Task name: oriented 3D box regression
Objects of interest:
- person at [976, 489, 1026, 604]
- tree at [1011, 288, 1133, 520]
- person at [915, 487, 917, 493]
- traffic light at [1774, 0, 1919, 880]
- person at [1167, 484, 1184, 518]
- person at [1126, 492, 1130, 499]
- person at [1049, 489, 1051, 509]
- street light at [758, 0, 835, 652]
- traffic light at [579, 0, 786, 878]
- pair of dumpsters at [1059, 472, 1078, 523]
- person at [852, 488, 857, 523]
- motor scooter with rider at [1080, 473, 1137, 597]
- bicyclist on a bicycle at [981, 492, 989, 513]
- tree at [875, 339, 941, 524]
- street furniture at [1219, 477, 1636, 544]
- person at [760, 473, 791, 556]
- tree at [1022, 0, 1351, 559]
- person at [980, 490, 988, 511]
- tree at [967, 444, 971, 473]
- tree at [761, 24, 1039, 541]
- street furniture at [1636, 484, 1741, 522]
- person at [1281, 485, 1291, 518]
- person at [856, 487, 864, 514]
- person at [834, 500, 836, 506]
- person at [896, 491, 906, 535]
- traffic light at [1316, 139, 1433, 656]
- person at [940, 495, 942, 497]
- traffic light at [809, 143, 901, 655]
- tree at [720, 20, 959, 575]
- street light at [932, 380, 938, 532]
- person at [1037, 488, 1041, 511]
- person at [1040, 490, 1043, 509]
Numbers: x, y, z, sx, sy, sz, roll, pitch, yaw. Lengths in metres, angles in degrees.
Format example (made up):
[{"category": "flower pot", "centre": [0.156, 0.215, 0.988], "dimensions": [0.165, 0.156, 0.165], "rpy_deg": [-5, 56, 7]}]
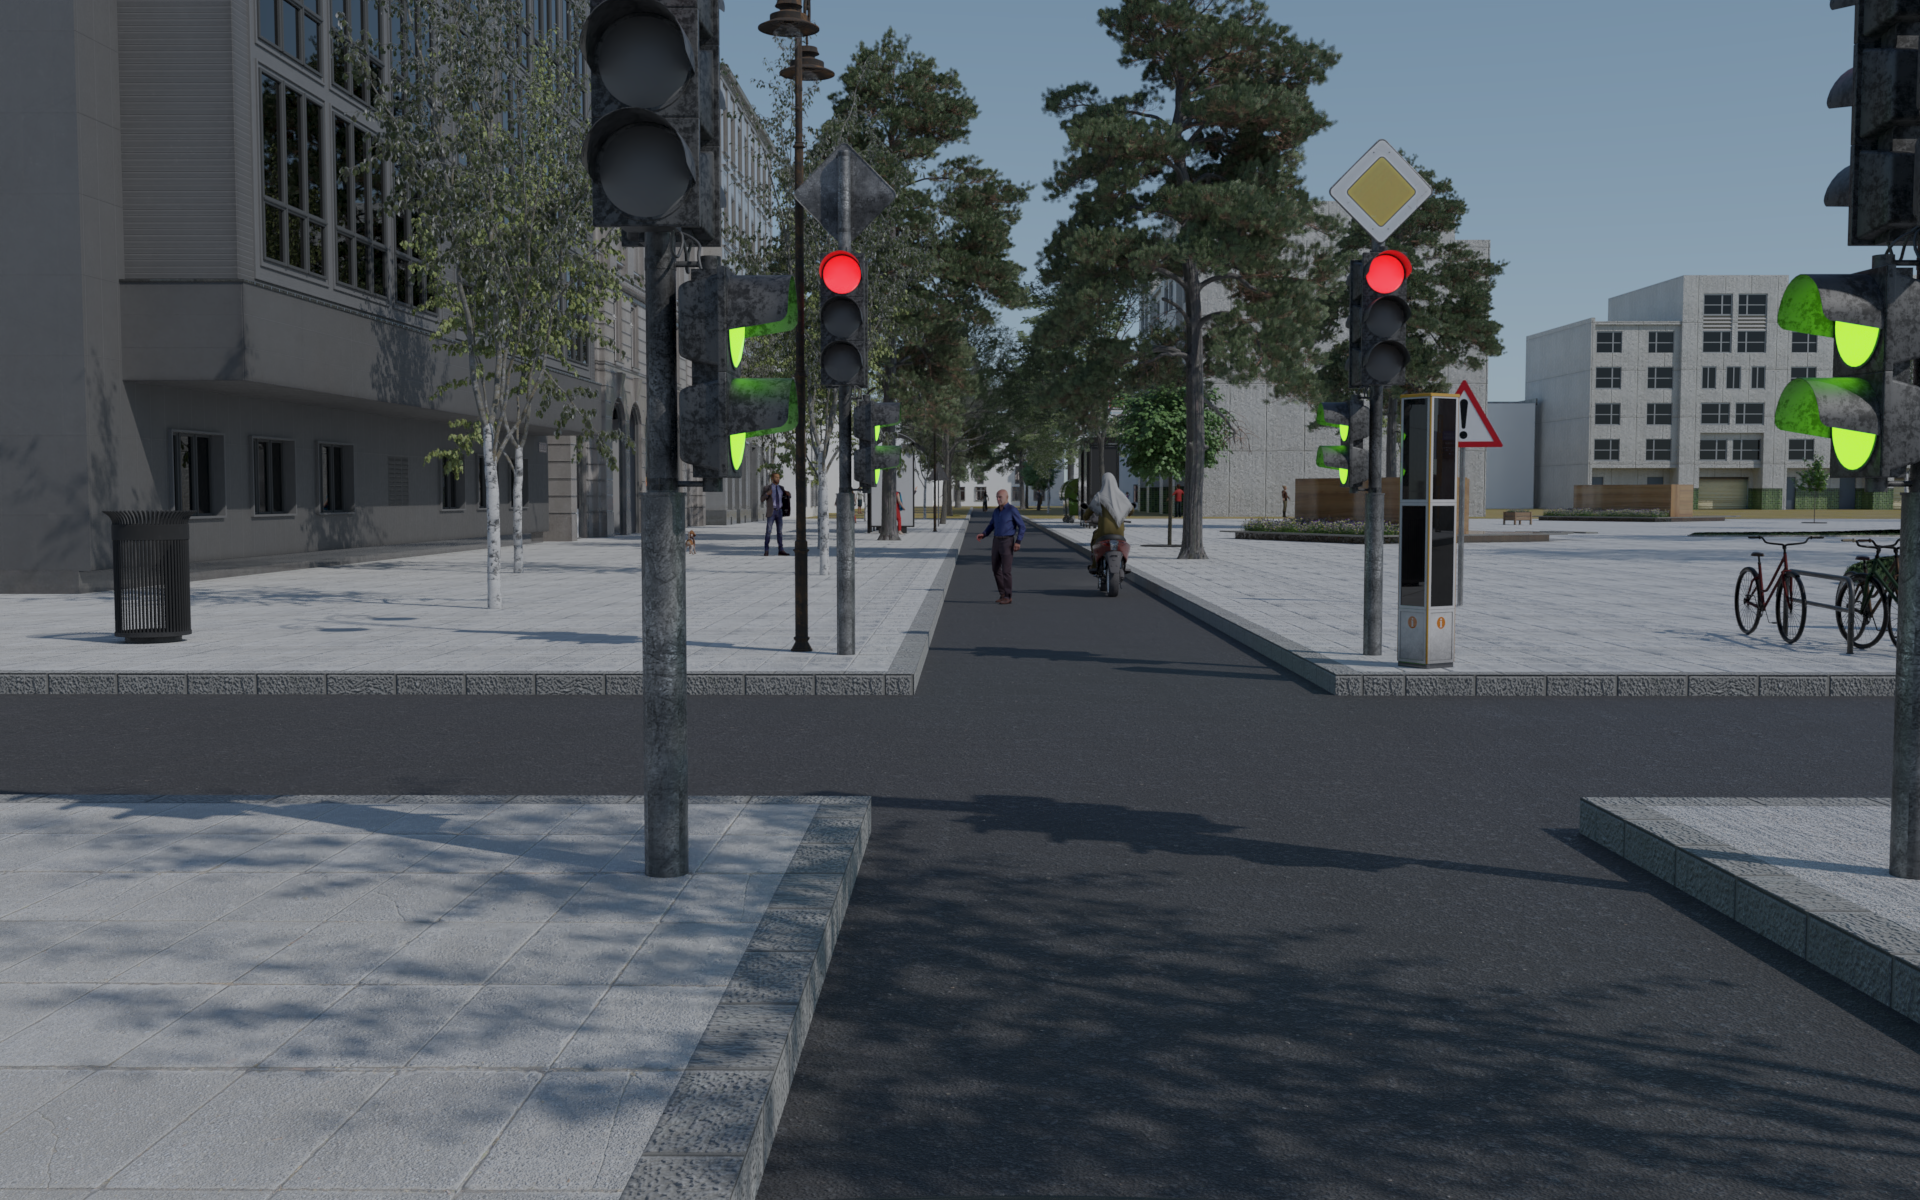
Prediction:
[{"category": "person", "centre": [0.491, -0.699, 22.622], "dimensions": [0.600, 1.496, 0.574], "rpy_deg": [-1, 4, -23]}, {"category": "tree", "centre": [5.689, -10.187, 84.688], "dimensions": [7.486, 12.596, 7.792], "rpy_deg": [0, 3, 0]}, {"category": "person", "centre": [-2.042, -3.732, 67.860], "dimensions": [0.742, 1.727, 0.445], "rpy_deg": [-3, 5, -40]}, {"category": "traffic light", "centre": [3.188, -1.007, 5.710], "dimensions": [0.839, 4.213, 0.868], "rpy_deg": [0, 4, 1]}, {"category": "person", "centre": [11.837, -5.387, 94.065], "dimensions": [1.348, 1.831, 0.705], "rpy_deg": [-2, 4, -27]}, {"category": "person", "centre": [10.874, -6.370, 113.410], "dimensions": [0.599, 1.433, 0.991], "rpy_deg": [0, 4, -6]}, {"category": "person", "centre": [7.736, -8.821, 150.254], "dimensions": [0.705, 1.826, 1.348], "rpy_deg": [0, 4, 4]}, {"category": "street light", "centre": [-1.294, -2.519, 13.976], "dimensions": [0.468, 5.910, 1.993], "rpy_deg": [0, 4, 1]}, {"category": "traffic light", "centre": [-0.973, -1.009, 5.736], "dimensions": [0.839, 4.213, 0.868], "rpy_deg": [0, 4, 1]}, {"category": "pair of dumpsters", "centre": [5.298, -4.570, 77.216], "dimensions": [1.574, 2.255, 4.436], "rpy_deg": [0, 4, 1]}, {"category": "person", "centre": [-4.804, -4.188, 76.228], "dimensions": [0.593, 1.614, 0.444], "rpy_deg": [-1, 4, -20]}, {"category": "motor scooter with rider", "centre": [2.162, -0.963, 24.712], "dimensions": [0.876, 1.779, 1.986], "rpy_deg": [0, 3, 0]}, {"category": "bicyclist on a bicycle", "centre": [1.906, -7.475, 132.229], "dimensions": [1.499, 1.676, 1.625], "rpy_deg": [0, 4, -1]}, {"category": "tree", "centre": [-0.397, -8.513, 73.596], "dimensions": [7.601, 10.594, 8.767], "rpy_deg": [0, 4, 5]}, {"category": "street furniture", "centre": [11.200, -2.585, 49.117], "dimensions": [11.010, 1.723, 9.812], "rpy_deg": [-2, 4, -24]}, {"category": "person", "centre": [-3.794, -1.770, 35.797], "dimensions": [0.655, 1.722, 0.431], "rpy_deg": [-2, 4, -30]}, {"category": "tree", "centre": [4.606, -6.834, 33.791], "dimensions": [6.751, 12.117, 7.091], "rpy_deg": [0, 3, 0]}, {"category": "person", "centre": [2.044, -8.260, 144.270], "dimensions": [0.721, 1.735, 1.217], "rpy_deg": [-2, 4, -31]}, {"category": "tree", "centre": [-1.789, -8.517, 89.613], "dimensions": [4.360, 8.622, 3.978], "rpy_deg": [0, 3, 0]}, {"category": "tree", "centre": [-1.750, -8.590, 47.868], "dimensions": [7.806, 13.903, 7.818], "rpy_deg": [0, 3, 0]}, {"category": "street furniture", "centre": [31.317, -4.697, 83.648], "dimensions": [11.010, 1.723, 9.812], "rpy_deg": [-3, 4, -37]}, {"category": "person", "centre": [17.721, -5.351, 94.059], "dimensions": [0.721, 1.766, 1.217], "rpy_deg": [2, 4, 27]}, {"category": "person", "centre": [-6.426, -6.444, 112.184], "dimensions": [0.721, 1.735, 1.217], "rpy_deg": [2, 4, 29]}, {"category": "person", "centre": [-4.912, -4.118, 73.930], "dimensions": [0.990, 1.755, 0.434], "rpy_deg": [2, 4, 27]}, {"category": "person", "centre": [-2.042, -2.875, 54.759], "dimensions": [0.444, 1.614, 0.593], "rpy_deg": [-3, 4, -37]}, {"category": "traffic light", "centre": [3.269, -1.495, 13.695], "dimensions": [0.839, 4.213, 0.868], "rpy_deg": [0, 4, 1]}, {"category": "person", "centre": [-1.347, -9.441, 161.119], "dimensions": [1.217, 1.736, 0.721], "rpy_deg": [-2, 4, -30]}, {"category": "traffic light", "centre": [-0.892, -1.497, 13.721], "dimensions": [0.839, 4.213, 0.868], "rpy_deg": [0, 4, 1]}, {"category": "tree", "centre": [-2.105, -4.680, 26.879], "dimensions": [4.360, 8.622, 3.978], "rpy_deg": [0, 3, 0]}, {"category": "street light", "centre": [-0.853, -5.267, 58.905], "dimensions": [0.468, 5.910, 1.993], "rpy_deg": [0, 4, 1]}, {"category": "person", "centre": [6.149, -7.755, 133.635], "dimensions": [0.445, 1.727, 0.742], "rpy_deg": [-1, 4, -20]}, {"category": "person", "centre": [7.113, -8.880, 151.964], "dimensions": [0.721, 1.736, 1.217], "rpy_deg": [1, 4, 18]}]
